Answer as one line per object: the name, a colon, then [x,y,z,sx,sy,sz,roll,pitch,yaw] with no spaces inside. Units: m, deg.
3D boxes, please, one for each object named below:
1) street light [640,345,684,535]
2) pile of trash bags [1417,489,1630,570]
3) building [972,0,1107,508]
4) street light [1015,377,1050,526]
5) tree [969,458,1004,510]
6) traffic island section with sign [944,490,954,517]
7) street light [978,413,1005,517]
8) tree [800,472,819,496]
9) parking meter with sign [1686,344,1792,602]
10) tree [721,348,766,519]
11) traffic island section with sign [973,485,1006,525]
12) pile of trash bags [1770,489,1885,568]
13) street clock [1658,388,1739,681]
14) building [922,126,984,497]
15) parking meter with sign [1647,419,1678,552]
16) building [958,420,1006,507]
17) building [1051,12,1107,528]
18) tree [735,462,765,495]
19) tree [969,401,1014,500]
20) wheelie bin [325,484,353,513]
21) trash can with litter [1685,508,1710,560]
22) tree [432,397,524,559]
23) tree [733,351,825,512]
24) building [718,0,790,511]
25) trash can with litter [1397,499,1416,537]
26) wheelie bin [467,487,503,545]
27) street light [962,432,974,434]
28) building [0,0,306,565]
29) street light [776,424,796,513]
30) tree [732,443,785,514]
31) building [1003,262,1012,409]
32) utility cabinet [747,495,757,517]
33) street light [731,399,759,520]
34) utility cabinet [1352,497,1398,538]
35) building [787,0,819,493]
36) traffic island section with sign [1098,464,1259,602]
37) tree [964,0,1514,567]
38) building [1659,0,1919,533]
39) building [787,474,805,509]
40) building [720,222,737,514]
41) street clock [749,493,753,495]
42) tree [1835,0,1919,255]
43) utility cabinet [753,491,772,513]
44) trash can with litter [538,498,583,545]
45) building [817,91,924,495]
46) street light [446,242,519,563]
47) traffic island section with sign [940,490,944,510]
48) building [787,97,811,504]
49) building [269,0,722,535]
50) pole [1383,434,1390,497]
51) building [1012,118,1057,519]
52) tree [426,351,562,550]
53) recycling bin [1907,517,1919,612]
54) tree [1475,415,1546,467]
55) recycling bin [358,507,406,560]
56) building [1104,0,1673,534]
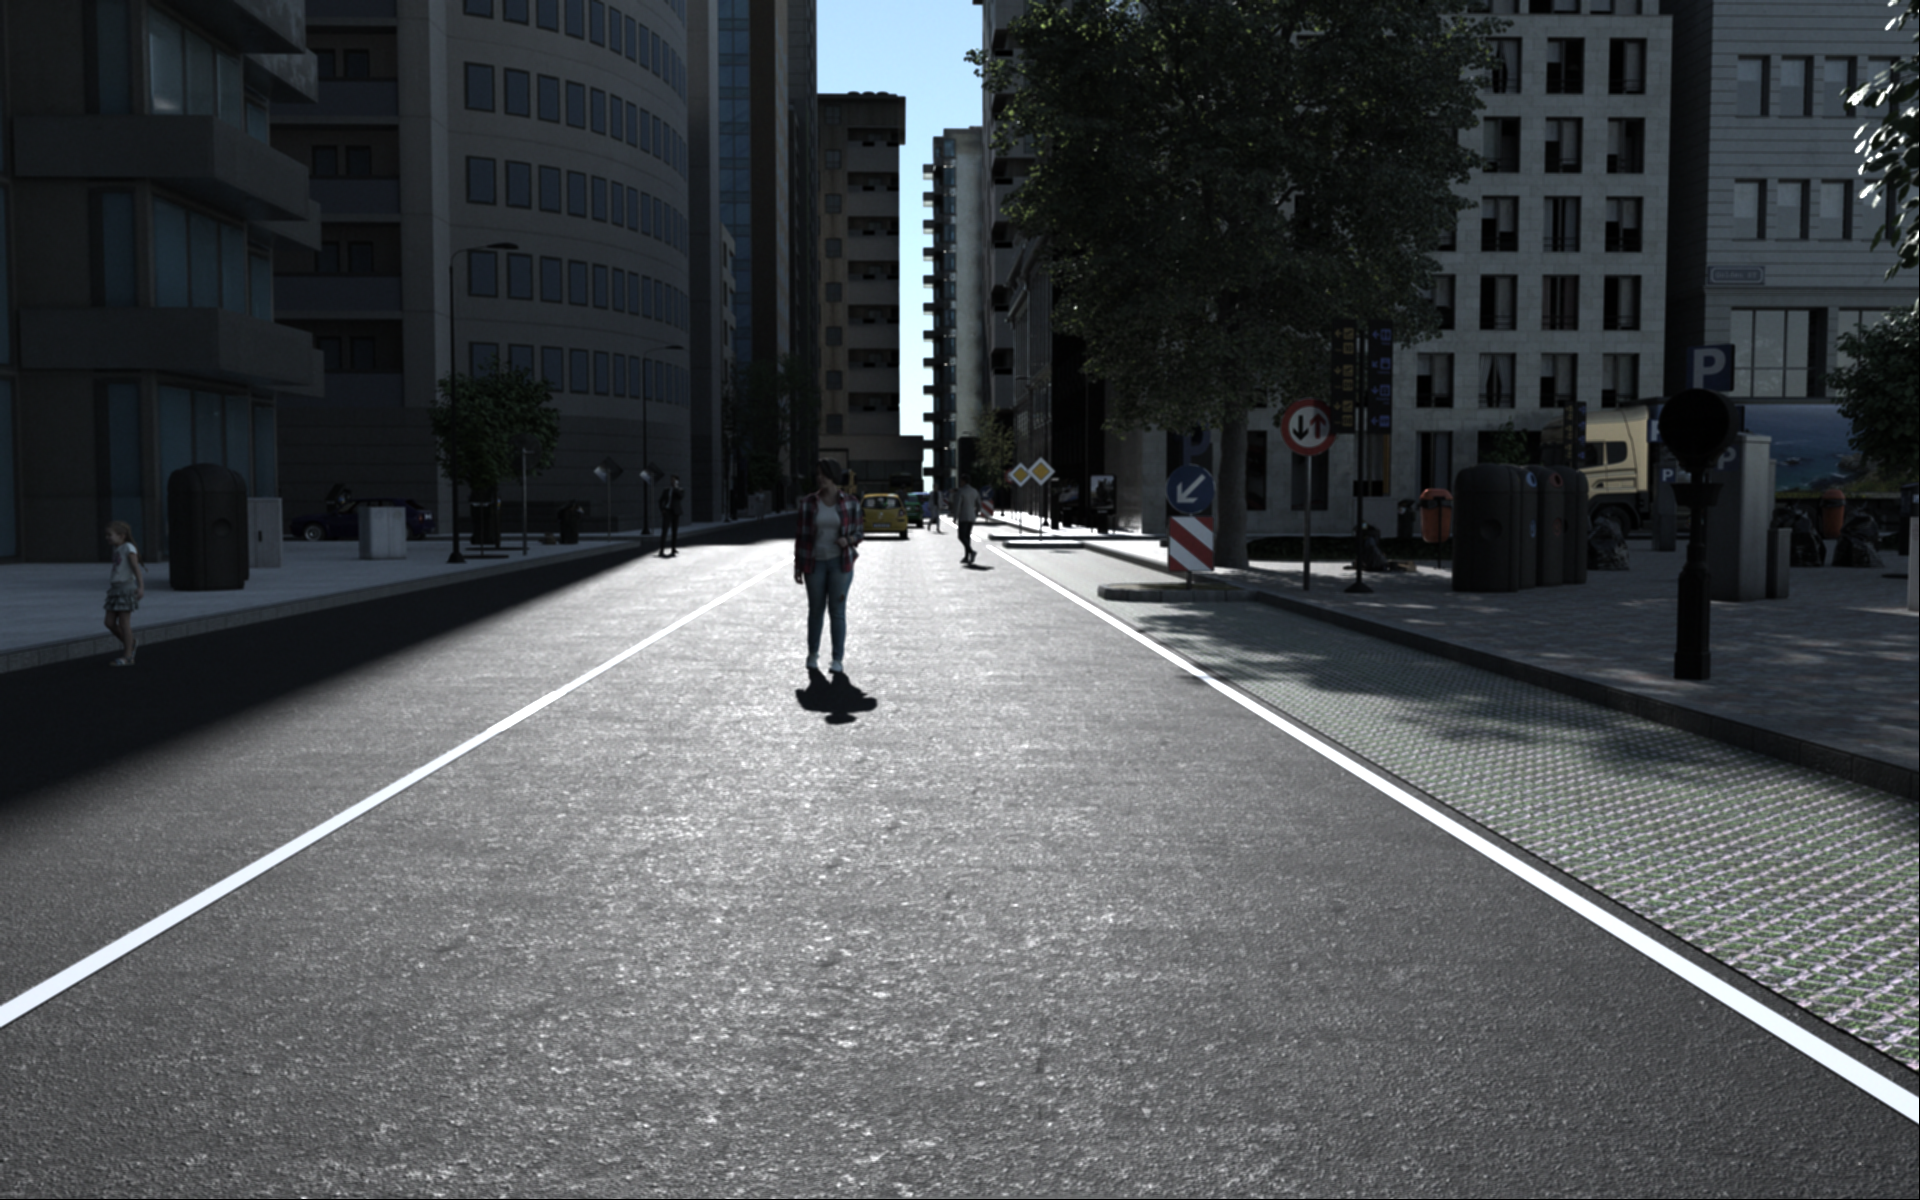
street light: [-9.313,-4.993,54.179,1.470,5.913,1.316,0,4,-2]
pile of trash bags: [9.616,-1.230,29.865,3.447,1.369,1.912,0,3,0]
building: [16.028,-34.890,159.686,28.713,52.752,27.495,0,4,-2]
street light: [2.870,-5.878,68.651,1.470,5.913,1.316,0,4,-2]
tree: [2.169,-9.752,143.154,4.285,4.588,4.351,0,3,0]
traffic island section with sign: [0.201,-6.020,107.062,1.989,1.847,2.006,0,4,-2]
street light: [1.896,-7.734,98.993,1.470,5.913,1.316,0,4,-2]
tree: [-13.142,-9.555,150.830,1.663,3.219,1.824,0,3,0]
parking meter with sign: [9.427,-1.505,20.868,1.738,3.016,0.543,-3,4,-39]
tree: [-11.874,-8.396,87.629,4.360,8.622,3.978,0,3,0]
traffic island section with sign: [1.092,-4.357,79.869,1.989,1.847,2.006,0,4,-2]
pile of trash bags: [15.899,-1.344,31.724,1.912,1.369,3.447,2,4,29]
street clock: [5.089,-0.453,11.979,0.471,2.002,0.358,3,5,40]
building: [10.376,-37.050,225.377,30.456,49.044,23.786,0,4,-2]
parking meter with sign: [16.010,-2.638,39.387,0.543,3.016,1.738,1,4,13]
building: [11.390,-53.519,187.712,22.319,86.520,31.000,0,4,-2]
building: [10.717,-14.908,73.424,12.332,23.373,15.834,0,4,-2]
tree: [-12.344,-6.578,102.153,1.663,3.219,1.824,0,3,0]
tree: [2.486,-11.336,135.702,4.360,8.622,3.978,0,3,0]
wheelie bin: [-19.093,-2.778,53.336,0.980,1.594,0.693,3,5,42]
trash can with litter: [10.914,-0.856,25.382,0.624,1.170,1.055,1,4,18]
tree: [-9.727,-2.450,34.665,1.663,3.219,1.824,0,3,0]
tree: [-13.300,-12.164,124.642,9.928,11.665,9.643,0,3,0]
building: [-20.762,-29.674,135.286,14.600,45.320,14.200,0,4,-2]
trash can with litter: [10.858,-1.945,43.193,0.624,1.170,1.055,-2,4,-28]
wheelie bin: [-12.071,-2.211,44.056,0.980,1.594,0.693,1,4,12]
street light: [0.846,-9.590,129.332,1.470,5.913,1.316,0,4,-2]
building: [-28.848,-25.125,30.395,30.456,49.044,23.786,0,4,-2]
street light: [-11.547,-8.704,114.853,1.470,5.913,1.316,0,4,-2]
tree: [-12.916,-7.789,111.070,4.285,4.588,4.351,0,3,0]
building: [10.276,-16.888,117.915,13.314,21.916,24.055,0,4,-2]
utility cabinet: [-12.056,-5.351,98.647,1.020,1.237,0.306,-3,5,-41]
street light: [-10.487,-6.849,84.514,1.470,5.913,1.316,0,4,-2]
utility cabinet: [9.637,-1.778,40.225,1.020,1.237,0.306,1,4,14]
building: [-26.560,-46.144,192.709,20.611,71.187,20.563,0,4,-2]
traffic island section with sign: [2.935,-0.928,23.807,1.989,1.847,2.006,0,4,-2]
tree: [4.796,-7.573,30.481,9.857,13.997,8.962,0,3,0]
building: [38.441,-17.335,60.925,29.804,29.767,11.434,0,4,-2]
building: [-30.338,-28.290,154.422,32.217,40.220,23.993,0,4,-2]
building: [-28.734,-15.842,104.055,27.650,21.520,28.899,0,4,-2]
street clock: [-13.893,-6.780,115.420,0.471,2.002,0.358,-1,4,-17]
tree: [5.666,-1.456,7.518,4.285,4.588,4.351,0,3,0]
utility cabinet: [-13.091,-6.490,114.796,1.173,1.500,0.318,-2,4,-26]
trash can with litter: [-10.172,-2.002,44.122,1.055,1.170,0.624,-2,4,-33]
building: [-18.680,-39.022,227.247,27.495,52.752,28.713,0,4,-2]
street light: [-8.840,-3.642,32.090,1.470,5.913,1.316,0,4,-2]
traffic island section with sign: [-2.299,-10.676,183.178,1.989,1.847,2.006,0,4,-2]
building: [-22.436,-29.978,173.740,14.154,41.232,14.086,0,4,-2]
building: [-21.394,-32.089,66.659,21.231,58.520,28.212,0,4,-2]
pole: [13.624,-3.765,55.398,0.158,3.312,0.155,0,3,0]
building: [10.360,-15.387,93.376,13.314,21.916,24.055,0,4,-2]
tree: [-10.689,-3.444,40.016,4.285,4.588,4.351,0,3,0]
recycling bin: [10.780,-0.376,18.708,0.722,1.027,0.722,0,4,2]
tree: [13.385,-2.893,41.895,1.663,3.219,1.824,0,3,0]
recycling bin: [-11.384,-1.320,34.128,0.722,1.027,0.722,-3,4,-37]
building: [14.045,-12.567,60.224,16.860,20.320,10.420,0,4,-2]
